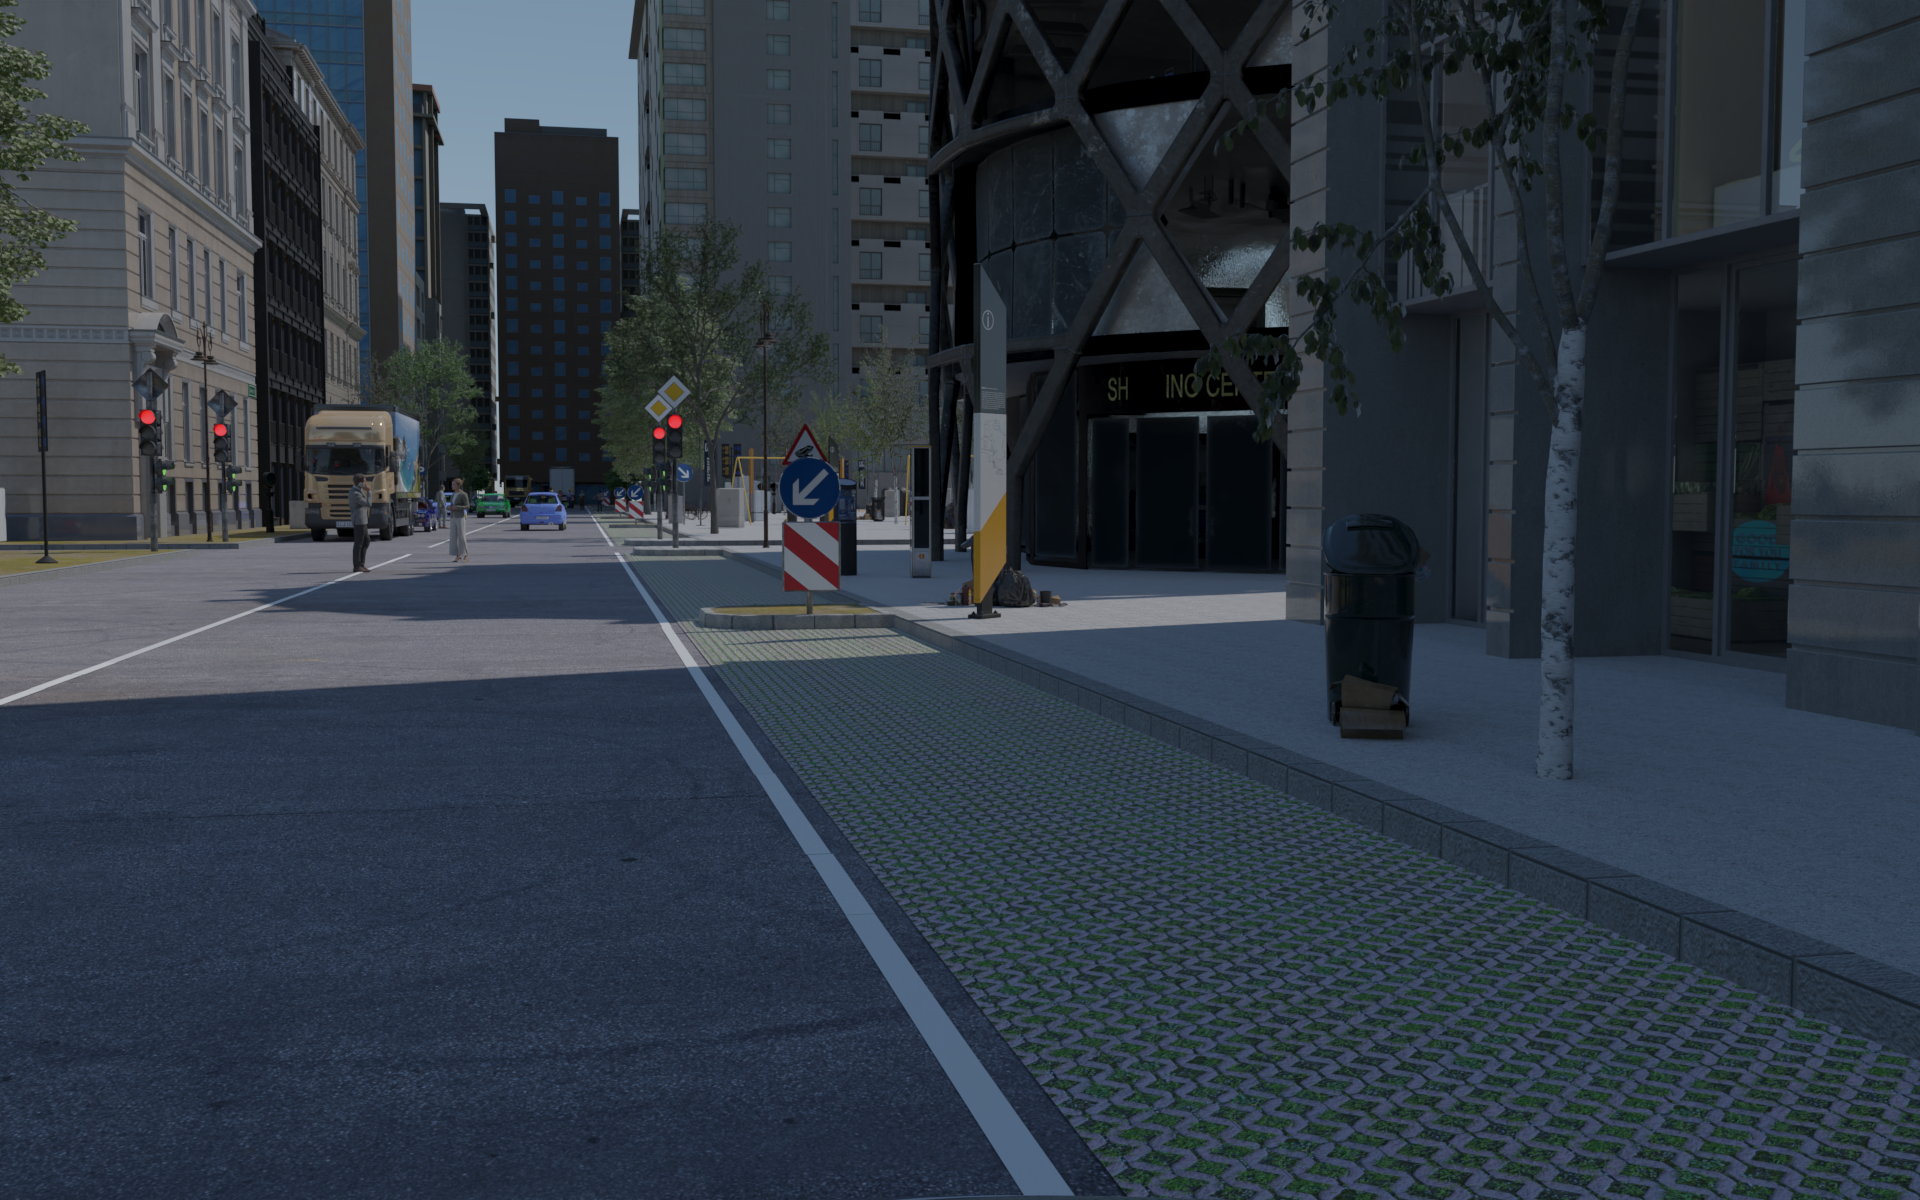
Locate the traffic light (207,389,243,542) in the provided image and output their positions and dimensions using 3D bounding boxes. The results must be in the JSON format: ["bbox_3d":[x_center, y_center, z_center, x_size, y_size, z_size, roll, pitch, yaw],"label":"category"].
[{"bbox_3d":[-19.685,-3.512,46.337,0.839,4.253,0.868,-1,4,-12],"label":"traffic light"}]

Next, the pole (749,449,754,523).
[{"bbox_3d":[-9.356,-5.126,77.650,0.158,3.312,0.155,0,3,0],"label":"pole"}]

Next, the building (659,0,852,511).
[{"bbox_3d":[-16.286,-27.621,135.199,14.154,41.232,14.086,-1,4,-12],"label":"building"}]

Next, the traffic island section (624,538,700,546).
[{"bbox_3d":[-8.455,-1.631,48.941,2.009,0.180,2.903,-1,4,-12],"label":"traffic island section"}]

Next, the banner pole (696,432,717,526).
[{"bbox_3d":[-10.286,-4.900,70.136,0.863,3.779,0.401,0,4,-3],"label":"banner pole"}]

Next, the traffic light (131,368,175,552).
[{"bbox_3d":[-17.961,-3.035,38.540,0.839,4.253,0.868,-1,4,-12],"label":"traffic light"}]

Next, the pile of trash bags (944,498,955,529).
[{"bbox_3d":[0.756,-3.341,64.374,3.447,1.369,1.912,-1,4,-16],"label":"pile of trash bags"}]

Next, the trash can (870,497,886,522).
[{"bbox_3d":[-3.806,-4.220,80.653,0.748,1.137,0.748,0,3,0],"label":"trash can"}]

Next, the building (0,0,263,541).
[{"bbox_3d":[-30.908,-16.467,55.136,13.634,28.700,20.117,-1,4,-12],"label":"building"}]

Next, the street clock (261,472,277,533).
[{"bbox_3d":[-22.896,-3.233,57.434,0.358,2.002,0.471,2,4,25],"label":"street clock"}]

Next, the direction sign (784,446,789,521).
[{"bbox_3d":[-8.112,-5.472,81.458,0.379,3.537,0.876,0,4,5],"label":"direction sign"}]

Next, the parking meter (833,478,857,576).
[{"bbox_3d":[-1.811,-1.156,27.305,0.372,1.533,0.369,0,3,0],"label":"parking meter"}]

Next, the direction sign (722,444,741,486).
[{"bbox_3d":[-10.280,-5.258,77.973,0.876,3.537,0.379,0,4,-1],"label":"direction sign"}]

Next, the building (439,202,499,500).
[{"bbox_3d":[-70.218,-32.038,215.710,23.993,40.220,32.217,-1,4,-12],"label":"building"}]

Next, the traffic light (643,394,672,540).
[{"bbox_3d":[-8.497,-3.663,48.818,0.839,4.253,0.868,-1,4,-12],"label":"traffic light"}]

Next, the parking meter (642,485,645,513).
[{"bbox_3d":[-20.860,-6.666,114.696,0.399,1.863,0.255,-3,5,-44],"label":"parking meter"}]

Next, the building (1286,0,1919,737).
[{"bbox_3d":[11.759,-13.831,3.625,11.434,29.767,29.804,-1,4,-12],"label":"building"}]

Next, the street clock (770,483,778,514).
[{"bbox_3d":[-11.771,-6.429,109.679,0.471,2.002,0.358,0,4,7],"label":"street clock"}]

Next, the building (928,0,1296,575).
[{"bbox_3d":[7.561,-10.147,33.360,16.820,18.784,16.811,-1,4,-12],"label":"building"}]

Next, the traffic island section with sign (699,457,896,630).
[{"bbox_3d":[-1.858,-0.641,19.115,1.989,1.847,2.006,-1,4,-12],"label":"traffic island section with sign"}]

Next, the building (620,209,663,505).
[{"bbox_3d":[-32.062,-32.555,224.154,23.993,40.220,32.217,-1,4,-12],"label":"building"}]

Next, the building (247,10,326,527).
[{"bbox_3d":[-34.425,-14.876,72.898,12.332,23.373,15.834,-1,4,-12],"label":"building"}]

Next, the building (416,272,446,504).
[{"bbox_3d":[-58.472,-18.317,144.519,27.650,21.520,28.899,-1,4,-12],"label":"building"}]

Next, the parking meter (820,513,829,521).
[{"bbox_3d":[-6.006,-4.371,77.177,0.399,1.863,0.255,-3,5,-43],"label":"parking meter"}]

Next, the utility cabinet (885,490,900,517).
[{"bbox_3d":[-3.728,-5.276,94.948,0.318,1.500,1.173,-2,4,-31],"label":"utility cabinet"}]

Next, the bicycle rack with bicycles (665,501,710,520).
[{"bbox_3d":[-13.509,-4.474,86.526,2.925,0.926,2.852,1,4,21],"label":"bicycle rack with bicycles"}]

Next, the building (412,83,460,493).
[{"bbox_3d":[-66.449,-31.988,177.632,28.867,44.769,22.147,-1,4,-12],"label":"building"}]

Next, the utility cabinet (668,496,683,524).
[{"bbox_3d":[-12.397,-3.935,75.501,0.306,1.237,1.020,-2,4,-31],"label":"utility cabinet"}]

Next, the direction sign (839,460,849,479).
[{"bbox_3d":[-7.843,-7.644,116.980,0.876,3.537,0.379,3,4,38],"label":"direction sign"}]

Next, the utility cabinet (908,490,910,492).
[{"bbox_3d":[-2.927,-5.887,104.936,0.318,1.500,1.173,2,4,28],"label":"utility cabinet"}]

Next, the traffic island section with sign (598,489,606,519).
[{"bbox_3d":[-19.675,-5.569,99.681,1.989,1.847,2.006,-1,4,-12],"label":"traffic island section with sign"}]

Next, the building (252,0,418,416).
[{"bbox_3d":[-46.947,-28.994,124.158,14.600,45.320,14.200,-1,4,-12],"label":"building"}]

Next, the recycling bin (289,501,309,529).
[{"bbox_3d":[-24.164,-3.124,63.638,0.722,1.027,0.722,0,4,-3],"label":"recycling bin"}]

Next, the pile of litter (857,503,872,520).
[{"bbox_3d":[-4.679,-4.414,86.126,1.176,0.858,1.719,-1,4,-15],"label":"pile of litter"}]

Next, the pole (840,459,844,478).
[{"bbox_3d":[-6.772,-6.458,99.439,0.158,3.312,0.155,0,3,0],"label":"pole"}]

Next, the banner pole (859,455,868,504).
[{"bbox_3d":[-6.099,-7.370,110.510,0.863,3.779,0.401,1,4,18],"label":"banner pole"}]

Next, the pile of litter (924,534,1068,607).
[{"bbox_3d":[0.411,-0.376,20.109,1.719,0.858,1.176,3,5,43],"label":"pile of litter"}]

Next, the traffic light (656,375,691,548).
[{"bbox_3d":[-6.773,-3.187,41.020,0.839,4.253,0.868,-1,4,-12],"label":"traffic light"}]

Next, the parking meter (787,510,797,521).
[{"bbox_3d":[-6.165,-3.376,63.608,0.372,1.533,0.369,0,3,0],"label":"parking meter"}]

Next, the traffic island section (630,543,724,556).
[{"bbox_3d":[-6.731,-1.154,41.143,2.009,0.180,2.903,-1,4,-12],"label":"traffic island section"}]

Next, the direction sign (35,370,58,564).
[{"bbox_3d":[-16.934,-2.447,32.006,0.379,3.537,0.876,-3,4,-37],"label":"direction sign"}]

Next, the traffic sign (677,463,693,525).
[{"bbox_3d":[-11.521,-4.412,72.246,0.768,2.556,0.104,-1,4,-10],"label":"traffic sign"}]

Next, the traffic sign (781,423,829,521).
[{"bbox_3d":[-2.848,-1.953,31.929,0.884,2.594,0.081,-1,4,-12],"label":"traffic sign"}]

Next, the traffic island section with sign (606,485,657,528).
[{"bbox_3d":[-13.861,-3.959,73.358,1.989,1.847,2.006,-1,4,-12],"label":"traffic island section with sign"}]

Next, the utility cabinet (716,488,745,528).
[{"bbox_3d":[-8.643,-3.452,65.113,1.173,1.500,0.318,3,4,36],"label":"utility cabinet"}]

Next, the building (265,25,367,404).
[{"bbox_3d":[-39.545,-18.062,92.572,12.463,27.353,25.104,-1,4,-12],"label":"building"}]

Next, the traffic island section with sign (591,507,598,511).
[{"bbox_3d":[-30.422,-8.543,148.306,1.989,1.847,2.006,-1,4,-12],"label":"traffic island section with sign"}]

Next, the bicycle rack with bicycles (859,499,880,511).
[{"bbox_3d":[-6.109,-6.839,125.195,2.852,0.926,2.925,-1,4,-20],"label":"bicycle rack with bicycles"}]

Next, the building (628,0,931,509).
[{"bbox_3d":[-19.984,-36.381,184.068,28.713,52.752,27.495,-1,4,-12],"label":"building"}]

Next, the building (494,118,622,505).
[{"bbox_3d":[-48.663,-34.283,210.632,14.200,45.320,14.600,-1,4,-12],"label":"building"}]

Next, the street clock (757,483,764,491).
[{"bbox_3d":[-13.054,-6.678,113.759,0.471,2.002,0.358,1,4,16],"label":"street clock"}]

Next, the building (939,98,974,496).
[{"bbox_3d":[-13.962,-34.743,157.291,28.713,52.752,27.495,-1,4,-12],"label":"building"}]
